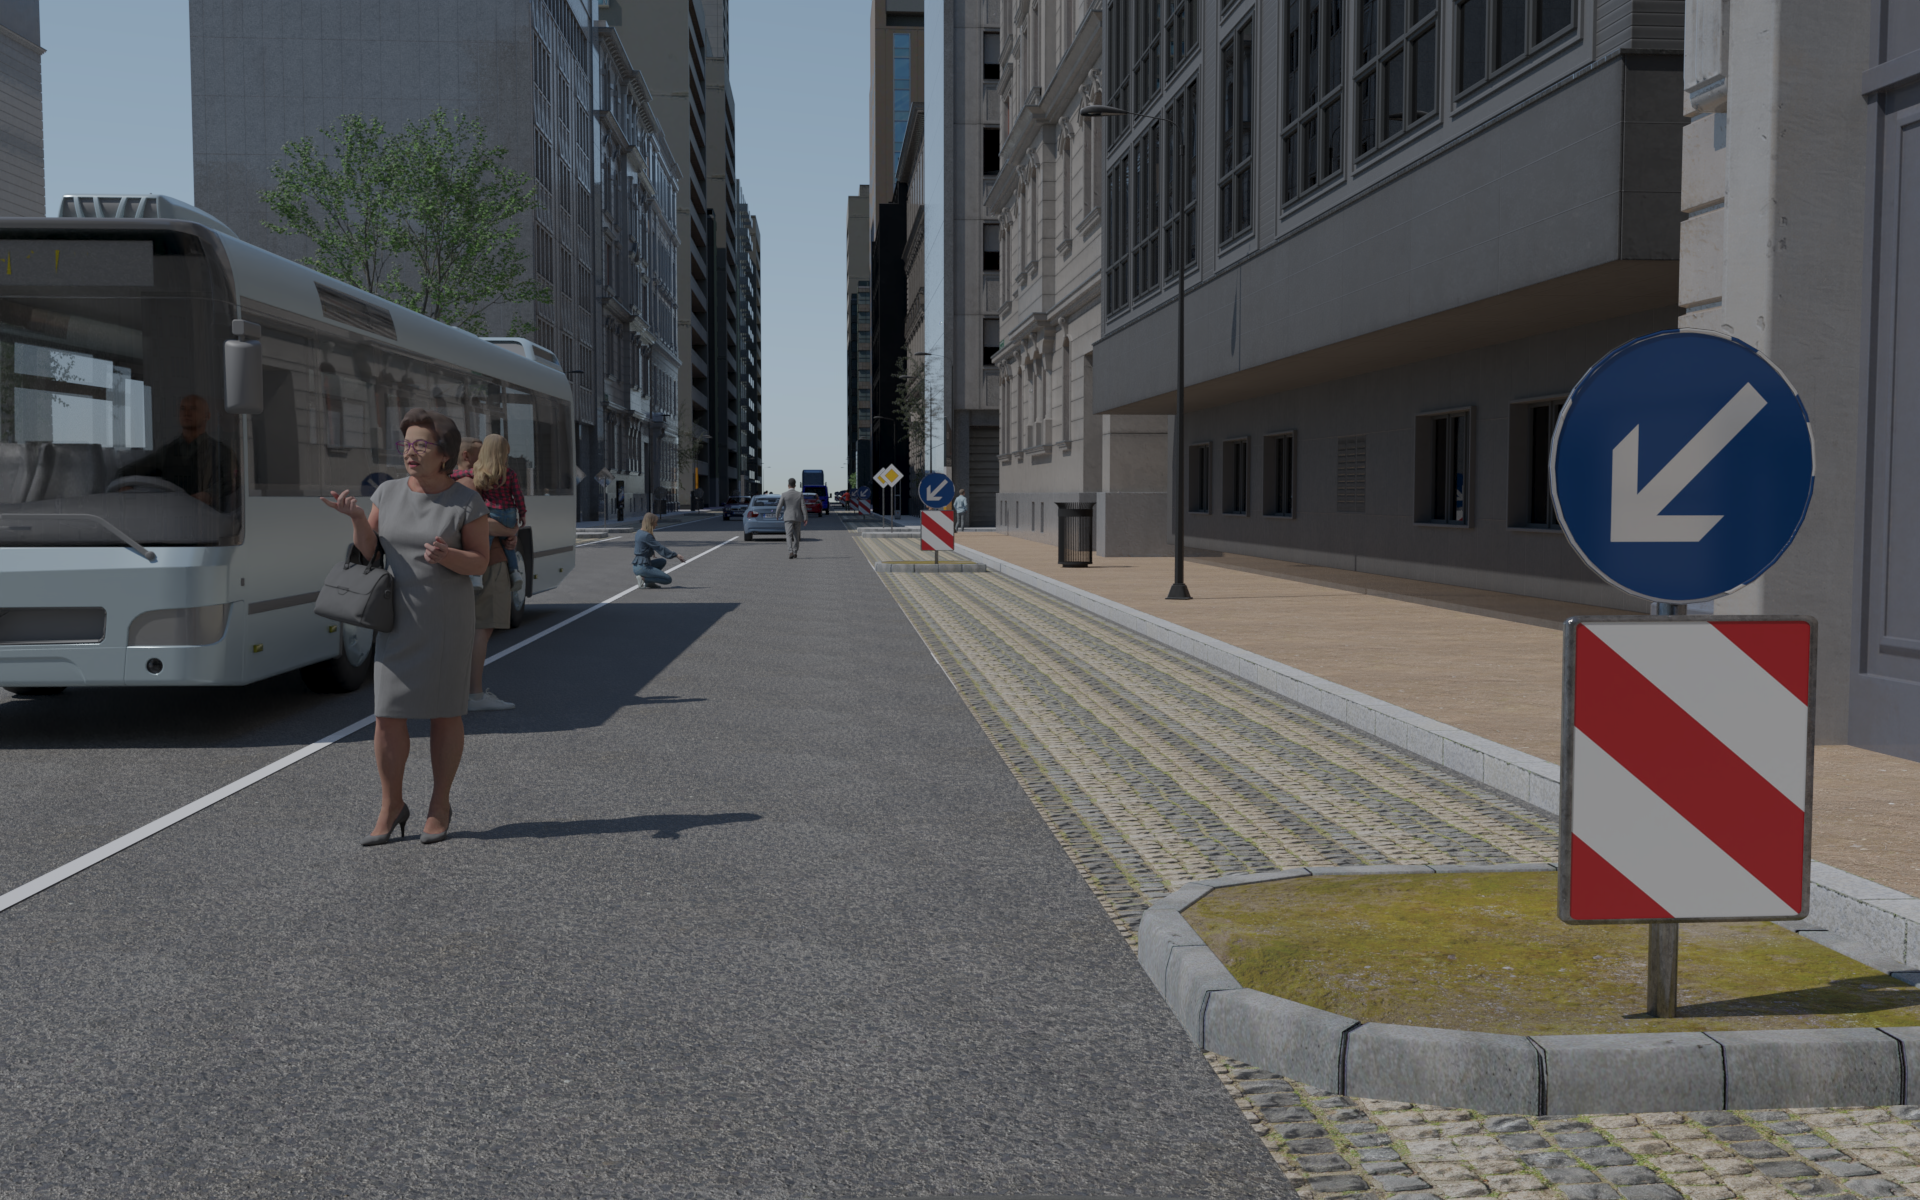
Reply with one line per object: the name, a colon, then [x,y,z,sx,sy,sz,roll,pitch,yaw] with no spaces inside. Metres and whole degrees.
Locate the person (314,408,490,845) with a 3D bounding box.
person: [-2.298,0.110,7.063,0.716,1.782,0.532,0,4,3]

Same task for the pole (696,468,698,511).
pole: [-20.373,-8.584,134.198,0.158,3.312,0.155,0,3,0]

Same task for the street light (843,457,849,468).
street light: [-14.272,-15.564,227.011,1.470,5.913,1.316,0,4,-5]

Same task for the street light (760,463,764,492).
street light: [-30.027,-17.541,259.329,1.470,5.913,1.316,0,4,-5]

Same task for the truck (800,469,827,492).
truck: [-15.695,-11.850,183.509,2.967,4.110,18.799,0,4,-4]

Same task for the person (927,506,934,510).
person: [-0.841,-2.077,47.133,0.373,1.253,0.362,1,4,15]

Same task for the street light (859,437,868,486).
street light: [-7.724,-10.509,144.364,1.470,5.913,1.316,0,4,-5]

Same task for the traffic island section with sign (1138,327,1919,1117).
traffic island section with sign: [1.571,0.226,4.926,1.989,1.847,2.006,0,4,-5]

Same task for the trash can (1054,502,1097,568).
trash can: [2.015,-1.138,30.265,0.748,1.137,0.748,0,3,0]

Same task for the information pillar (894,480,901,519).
information pillar: [-3.157,-5.077,87.502,0.304,2.012,0.304,0,4,-7]

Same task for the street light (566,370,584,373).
street light: [-14.786,-5.657,65.035,1.470,5.913,1.316,0,4,-5]

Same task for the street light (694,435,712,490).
street light: [-20.756,-10.266,140.384,1.470,5.913,1.316,0,4,-5]

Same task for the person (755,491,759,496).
person: [-22.579,-11.276,193.538,1.217,1.739,0.721,-3,4,-38]

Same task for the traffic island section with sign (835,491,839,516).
traffic island section with sign: [-7.104,-6.493,114.783,1.989,1.847,2.006,0,4,-5]

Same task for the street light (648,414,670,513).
street light: [-17.555,-7.854,100.953,1.470,5.913,1.316,0,4,-5]

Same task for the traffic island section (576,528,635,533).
traffic island section: [-13.219,-2.578,64.427,2.009,0.180,2.903,0,4,-5]

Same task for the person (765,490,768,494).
person: [-15.703,-8.098,141.608,0.721,1.736,1.217,-1,4,-9]

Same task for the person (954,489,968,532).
person: [0.061,-3.061,60.350,0.330,1.601,0.589,-3,5,-44]

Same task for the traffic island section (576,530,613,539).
traffic island section: [-12.590,-2.091,56.466,2.009,0.180,2.903,0,4,-5]

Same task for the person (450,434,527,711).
person: [-3.176,-0.189,11.569,0.580,1.828,0.573,1,4,17]

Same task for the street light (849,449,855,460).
street light: [-10.499,-12.703,180.240,1.470,5.913,1.316,0,4,-5]

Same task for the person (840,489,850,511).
person: [-9.423,-8.348,144.920,1.348,1.831,0.705,-1,4,-14]

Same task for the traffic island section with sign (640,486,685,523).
traffic island section with sign: [-15.012,-4.793,87.000,1.989,1.847,2.006,0,4,-5]

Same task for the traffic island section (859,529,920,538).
traffic island section: [-2.231,-2.140,57.277,2.009,0.180,2.903,0,4,-5]

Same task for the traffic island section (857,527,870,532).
traffic island section: [-2.860,-2.627,65.237,2.009,0.180,2.903,0,4,-5]

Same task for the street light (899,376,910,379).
street light: [-1.681,-5.840,68.028,1.470,5.913,1.316,0,4,-5]

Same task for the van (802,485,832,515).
van: [-10.056,-7.119,120.780,2.240,2.365,5.245,0,4,-4]

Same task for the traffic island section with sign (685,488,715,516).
traffic island section with sign: [-17.157,-6.453,114.132,1.989,1.847,2.006,0,4,-5]

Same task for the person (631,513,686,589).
person: [-4.654,-0.757,26.377,0.738,1.151,1.012,-1,4,-23]

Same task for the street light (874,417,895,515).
street light: [-4.454,-8.034,103.905,1.470,5.913,1.316,0,4,-5]

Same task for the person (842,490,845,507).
person: [-11.730,-10.086,173.371,0.705,1.831,1.348,-1,4,-17]

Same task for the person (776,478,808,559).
person: [-3.730,-1.816,38.465,0.678,1.792,0.850,-1,4,-12]

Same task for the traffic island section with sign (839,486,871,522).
traffic island section with sign: [-4.984,-4.849,87.911,1.989,1.847,2.006,0,4,-5]

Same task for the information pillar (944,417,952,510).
information pillar: [-0.381,-3.748,52.638,0.183,3.616,0.504,1,4,20]

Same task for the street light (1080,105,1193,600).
street light: [2.131,-2.958,20.909,1.470,5.913,1.316,0,4,-5]

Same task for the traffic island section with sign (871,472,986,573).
traffic island section with sign: [-0.586,-1.446,32.271,1.989,1.847,2.006,0,4,-5]

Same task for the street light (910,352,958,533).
street light: [-0.795,-5.152,56.773,1.470,5.913,1.316,0,4,-5]

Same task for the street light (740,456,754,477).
street light: [-27.207,-15.346,223.444,1.470,5.913,1.316,0,4,-5]
